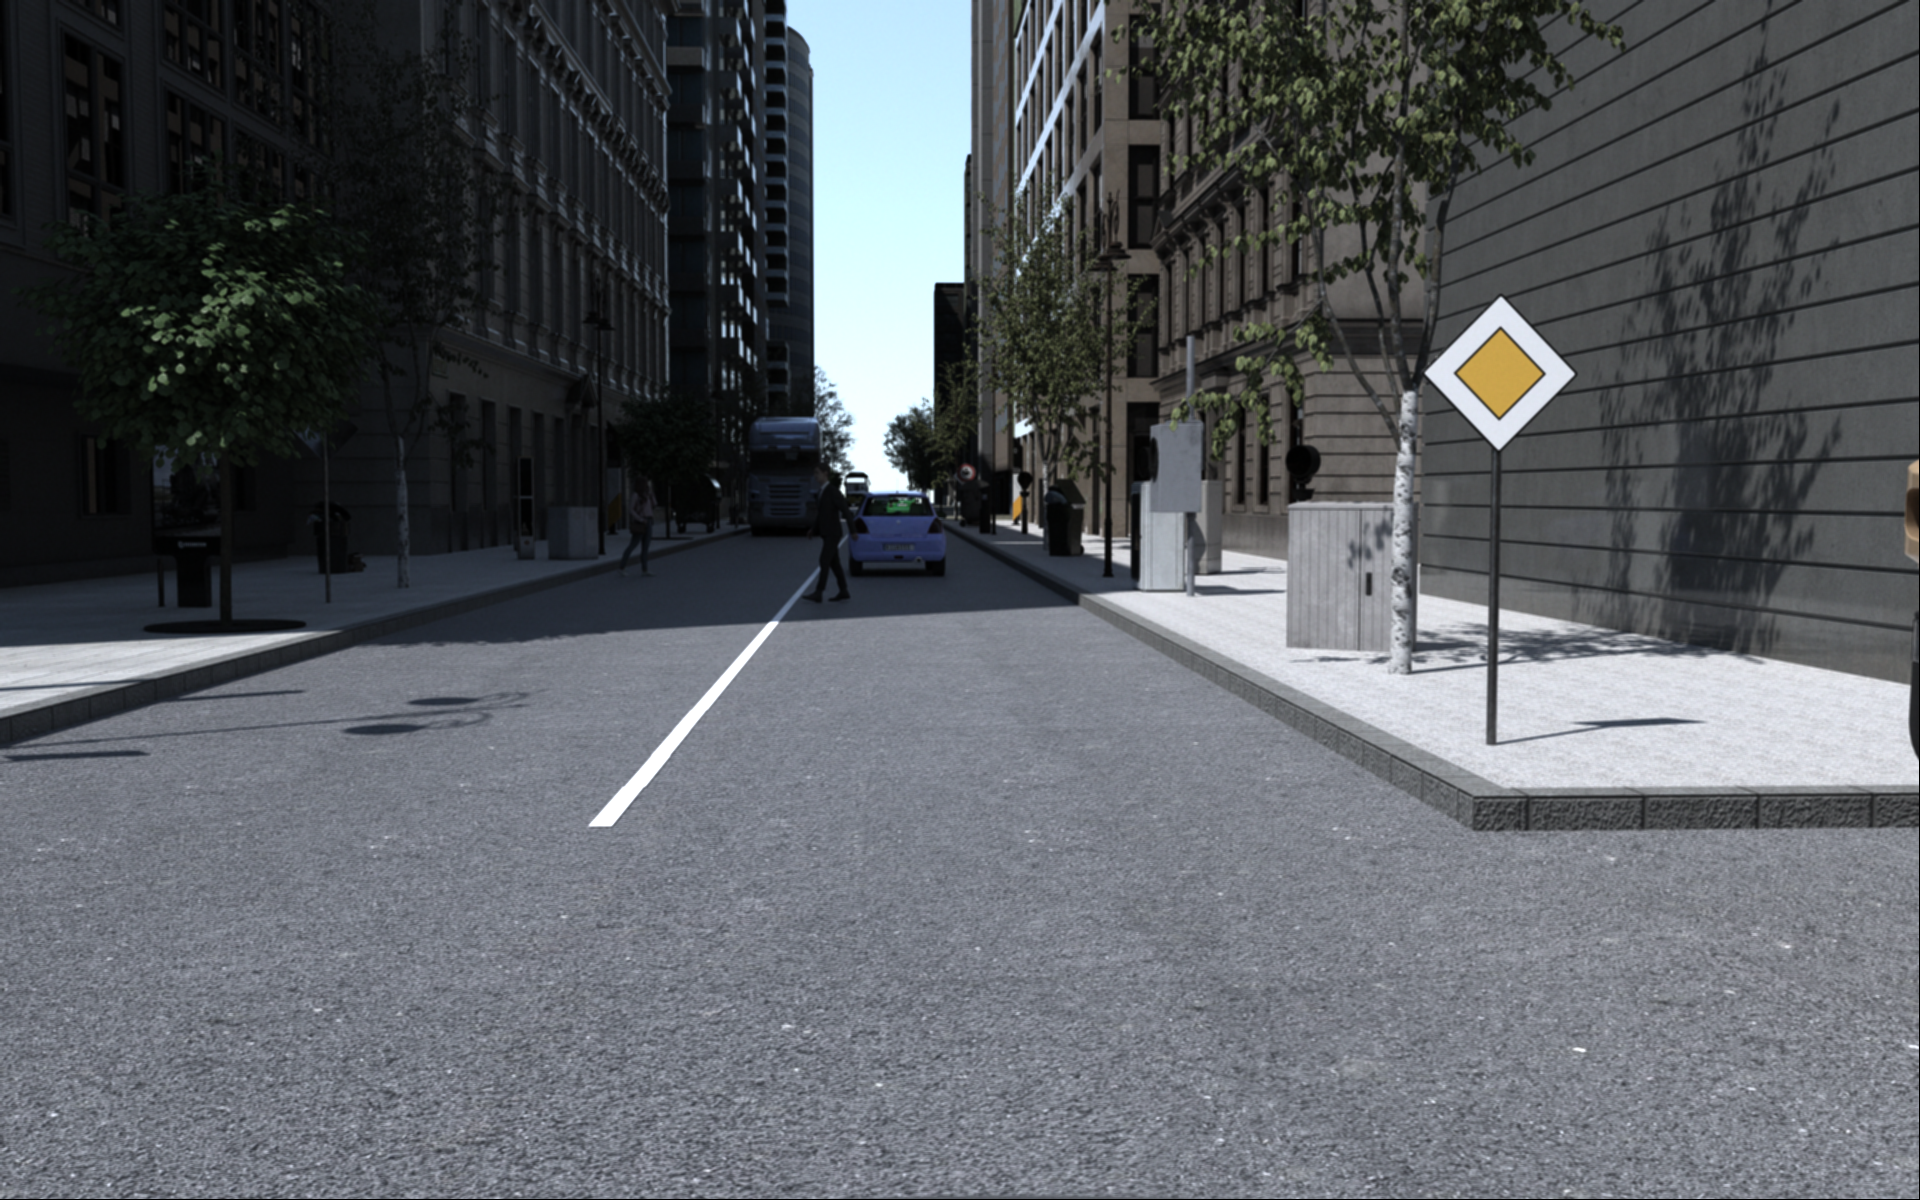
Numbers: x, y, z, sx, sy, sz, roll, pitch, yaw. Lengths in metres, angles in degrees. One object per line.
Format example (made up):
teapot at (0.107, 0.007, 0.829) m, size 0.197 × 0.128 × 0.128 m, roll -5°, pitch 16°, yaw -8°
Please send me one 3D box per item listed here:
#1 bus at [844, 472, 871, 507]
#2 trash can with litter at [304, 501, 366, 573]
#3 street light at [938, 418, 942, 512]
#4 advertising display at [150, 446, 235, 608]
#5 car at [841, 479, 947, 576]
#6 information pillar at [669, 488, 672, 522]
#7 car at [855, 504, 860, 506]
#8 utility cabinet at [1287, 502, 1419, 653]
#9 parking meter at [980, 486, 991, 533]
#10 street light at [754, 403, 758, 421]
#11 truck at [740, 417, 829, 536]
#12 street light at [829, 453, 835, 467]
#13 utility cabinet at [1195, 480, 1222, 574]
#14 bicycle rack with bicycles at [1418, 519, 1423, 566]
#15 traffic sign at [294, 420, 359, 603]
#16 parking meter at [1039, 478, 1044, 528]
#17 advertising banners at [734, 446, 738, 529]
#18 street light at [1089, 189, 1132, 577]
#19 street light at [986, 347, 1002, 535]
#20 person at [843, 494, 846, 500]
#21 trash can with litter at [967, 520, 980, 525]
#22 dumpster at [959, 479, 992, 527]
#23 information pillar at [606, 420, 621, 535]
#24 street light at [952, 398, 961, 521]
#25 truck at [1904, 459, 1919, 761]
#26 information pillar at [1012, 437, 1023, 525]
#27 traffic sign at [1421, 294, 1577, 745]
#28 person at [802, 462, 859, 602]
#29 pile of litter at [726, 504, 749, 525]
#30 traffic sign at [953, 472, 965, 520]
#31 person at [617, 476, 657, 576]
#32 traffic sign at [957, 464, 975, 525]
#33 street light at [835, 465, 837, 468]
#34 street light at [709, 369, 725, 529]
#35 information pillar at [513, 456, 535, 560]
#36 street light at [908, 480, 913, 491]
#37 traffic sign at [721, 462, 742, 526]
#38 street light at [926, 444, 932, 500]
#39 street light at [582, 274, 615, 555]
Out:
bus at (-11.530, -12.312, 192.855) m, size 2.896 × 3.916 × 12.252 m, roll 0°, pitch 4°, yaw -4°
trash can with litter at (-10.163, -1.031, 28.245) m, size 0.624 × 1.170 × 1.055 m, roll 0°, pitch 4°, yaw 7°
street light at (-1.135, -7.983, 103.314) m, size 0.468 × 5.910 × 1.993 m, roll 0°, pitch 4°, yaw -3°
advertising display at (-8.683, -0.880, 19.596) m, size 0.974 × 1.923 × 0.123 m, roll 1°, pitch 4°, yaw 11°
car at (-1.189, -1.345, 31.586) m, size 1.945 × 1.707 × 3.694 m, roll 0°, pitch 4°, yaw -4°
information pillar at (-13.534, -5.418, 79.946) m, size 0.183 × 3.616 × 0.504 m, roll 1°, pitch 4°, yaw 19°
car at (-11.483, -11.852, 203.558) m, size 2.009 × 1.686 × 4.222 m, roll 0°, pitch 4°, yaw -4°
utility cabinet at (3.225, -0.190, 14.274) m, size 1.020 × 1.237 × 0.306 m, roll 2°, pitch 4°, yaw 31°
parking meter at (0.823, -2.944, 56.547) m, size 0.372 × 1.533 × 0.369 m, roll 0°, pitch 3°, yaw 0°
street light at (-9.961, -6.900, 85.600) m, size 0.468 × 5.910 × 1.993 m, roll 0°, pitch 4°, yaw -3°
truck at (-6.317, -4.689, 66.423) m, size 2.967 × 4.110 × 18.799 m, roll 0°, pitch 4°, yaw -3°
street light at (-14.784, -13.687, 196.565) m, size 0.468 × 5.910 × 1.993 m, roll 0°, pitch 4°, yaw -3°
utility cabinet at (3.937, -1.170, 27.812) m, size 0.318 × 1.500 × 1.173 m, roll 1°, pitch 4°, yaw 20°
bicycle rack with bicycles at (8.433, -0.897, 28.053) m, size 2.852 × 0.926 × 2.925 m, roll 2°, pitch 4°, yaw 31°
traffic sign at (-7.429, -1.170, 20.307) m, size 0.795 × 2.450 × 0.064 m, roll 0°, pitch 4°, yaw 3°
parking meter at (3.079, -3.618, 64.865) m, size 0.255 × 1.863 × 0.399 m, roll 0°, pitch 4°, yaw 3°
advertising banners at (-8.305, -4.156, 64.139) m, size 0.090 × 3.025 × 2.074 m, roll 0°, pitch 4°, yaw -5°
street light at (2.296, -3.295, 26.667) m, size 0.468 × 5.910 × 1.993 m, roll 0°, pitch 4°, yaw -3°
street light at (1.070, -5.005, 54.614) m, size 0.468 × 5.910 × 1.993 m, roll 0°, pitch 4°, yaw -3°
person at (-10.544, -8.869, 156.759) m, size 0.557 × 1.426 × 1.065 m, roll 1°, pitch 4°, yaw 22°
trash can with litter at (0.620, -3.658, 71.198) m, size 0.624 × 1.170 × 1.055 m, roll -1°, pitch 4°, yaw -19°
dumpster at (0.608, -3.821, 68.226) m, size 1.264 × 1.857 × 1.865 m, roll 0°, pitch 4°, yaw -2°
information pillar at (-10.919, -3.870, 54.629) m, size 0.504 × 3.616 × 0.183 m, roll 2°, pitch 4°, yaw 28°
street light at (-0.174, -6.771, 83.500) m, size 0.468 × 5.910 × 1.993 m, roll 0°, pitch 4°, yaw -3°
truck at (8.248, -0.986, 5.031) m, size 11.283 × 4.237 × 2.839 m, roll 0°, pitch 4°, yaw -1°
information pillar at (2.365, -4.877, 71.090) m, size 0.504 × 3.616 × 0.183 m, roll 3°, pitch 5°, yaw 44°
traffic sign at (2.715, -0.315, 8.795) m, size 0.795 × 2.450 × 0.064 m, roll 0°, pitch 4°, yaw -3°
person at (-1.792, -0.900, 22.999) m, size 0.755 × 1.850 × 0.659 m, roll -2°, pitch 4°, yaw -26°
pile of litter at (-9.320, -3.628, 73.279) m, size 1.176 × 0.858 × 1.719 m, roll 0°, pitch 4°, yaw -3°
traffic sign at (0.092, -4.387, 72.916) m, size 0.795 × 2.450 × 0.064 m, roll 0°, pitch 4°, yaw 1°
person at (-5.630, -1.289, 30.172) m, size 0.643 × 1.750 × 0.593 m, roll 1°, pitch 4°, yaw 18°
traffic sign at (0.267, -4.426, 72.469) m, size 0.768 × 2.556 × 0.104 m, roll 0°, pitch 4°, yaw 4°
street light at (-16.096, -15.421, 224.926) m, size 0.468 × 5.910 × 1.993 m, roll 0°, pitch 4°, yaw -3°
street light at (-8.976, -5.582, 64.061) m, size 0.468 × 5.910 × 1.993 m, roll 0°, pitch 4°, yaw -3°
information pillar at (-8.521, -1.800, 33.930) m, size 0.304 × 2.012 × 0.304 m, roll -2°, pitch 4°, yaw -23°
street light at (-7.211, -16.520, 242.891) m, size 0.468 × 5.910 × 1.993 m, roll 0°, pitch 4°, yaw -3°
traffic sign at (-9.307, -4.317, 70.585) m, size 0.884 × 2.594 × 0.081 m, roll 0°, pitch 4°, yaw 5°
street light at (-2.355, -9.743, 132.081) m, size 0.468 × 5.910 × 1.993 m, roll 0°, pitch 4°, yaw -3°
street light at (-7.589, -3.897, 36.500) m, size 0.468 × 5.910 × 1.993 m, roll 0°, pitch 4°, yaw -3°
